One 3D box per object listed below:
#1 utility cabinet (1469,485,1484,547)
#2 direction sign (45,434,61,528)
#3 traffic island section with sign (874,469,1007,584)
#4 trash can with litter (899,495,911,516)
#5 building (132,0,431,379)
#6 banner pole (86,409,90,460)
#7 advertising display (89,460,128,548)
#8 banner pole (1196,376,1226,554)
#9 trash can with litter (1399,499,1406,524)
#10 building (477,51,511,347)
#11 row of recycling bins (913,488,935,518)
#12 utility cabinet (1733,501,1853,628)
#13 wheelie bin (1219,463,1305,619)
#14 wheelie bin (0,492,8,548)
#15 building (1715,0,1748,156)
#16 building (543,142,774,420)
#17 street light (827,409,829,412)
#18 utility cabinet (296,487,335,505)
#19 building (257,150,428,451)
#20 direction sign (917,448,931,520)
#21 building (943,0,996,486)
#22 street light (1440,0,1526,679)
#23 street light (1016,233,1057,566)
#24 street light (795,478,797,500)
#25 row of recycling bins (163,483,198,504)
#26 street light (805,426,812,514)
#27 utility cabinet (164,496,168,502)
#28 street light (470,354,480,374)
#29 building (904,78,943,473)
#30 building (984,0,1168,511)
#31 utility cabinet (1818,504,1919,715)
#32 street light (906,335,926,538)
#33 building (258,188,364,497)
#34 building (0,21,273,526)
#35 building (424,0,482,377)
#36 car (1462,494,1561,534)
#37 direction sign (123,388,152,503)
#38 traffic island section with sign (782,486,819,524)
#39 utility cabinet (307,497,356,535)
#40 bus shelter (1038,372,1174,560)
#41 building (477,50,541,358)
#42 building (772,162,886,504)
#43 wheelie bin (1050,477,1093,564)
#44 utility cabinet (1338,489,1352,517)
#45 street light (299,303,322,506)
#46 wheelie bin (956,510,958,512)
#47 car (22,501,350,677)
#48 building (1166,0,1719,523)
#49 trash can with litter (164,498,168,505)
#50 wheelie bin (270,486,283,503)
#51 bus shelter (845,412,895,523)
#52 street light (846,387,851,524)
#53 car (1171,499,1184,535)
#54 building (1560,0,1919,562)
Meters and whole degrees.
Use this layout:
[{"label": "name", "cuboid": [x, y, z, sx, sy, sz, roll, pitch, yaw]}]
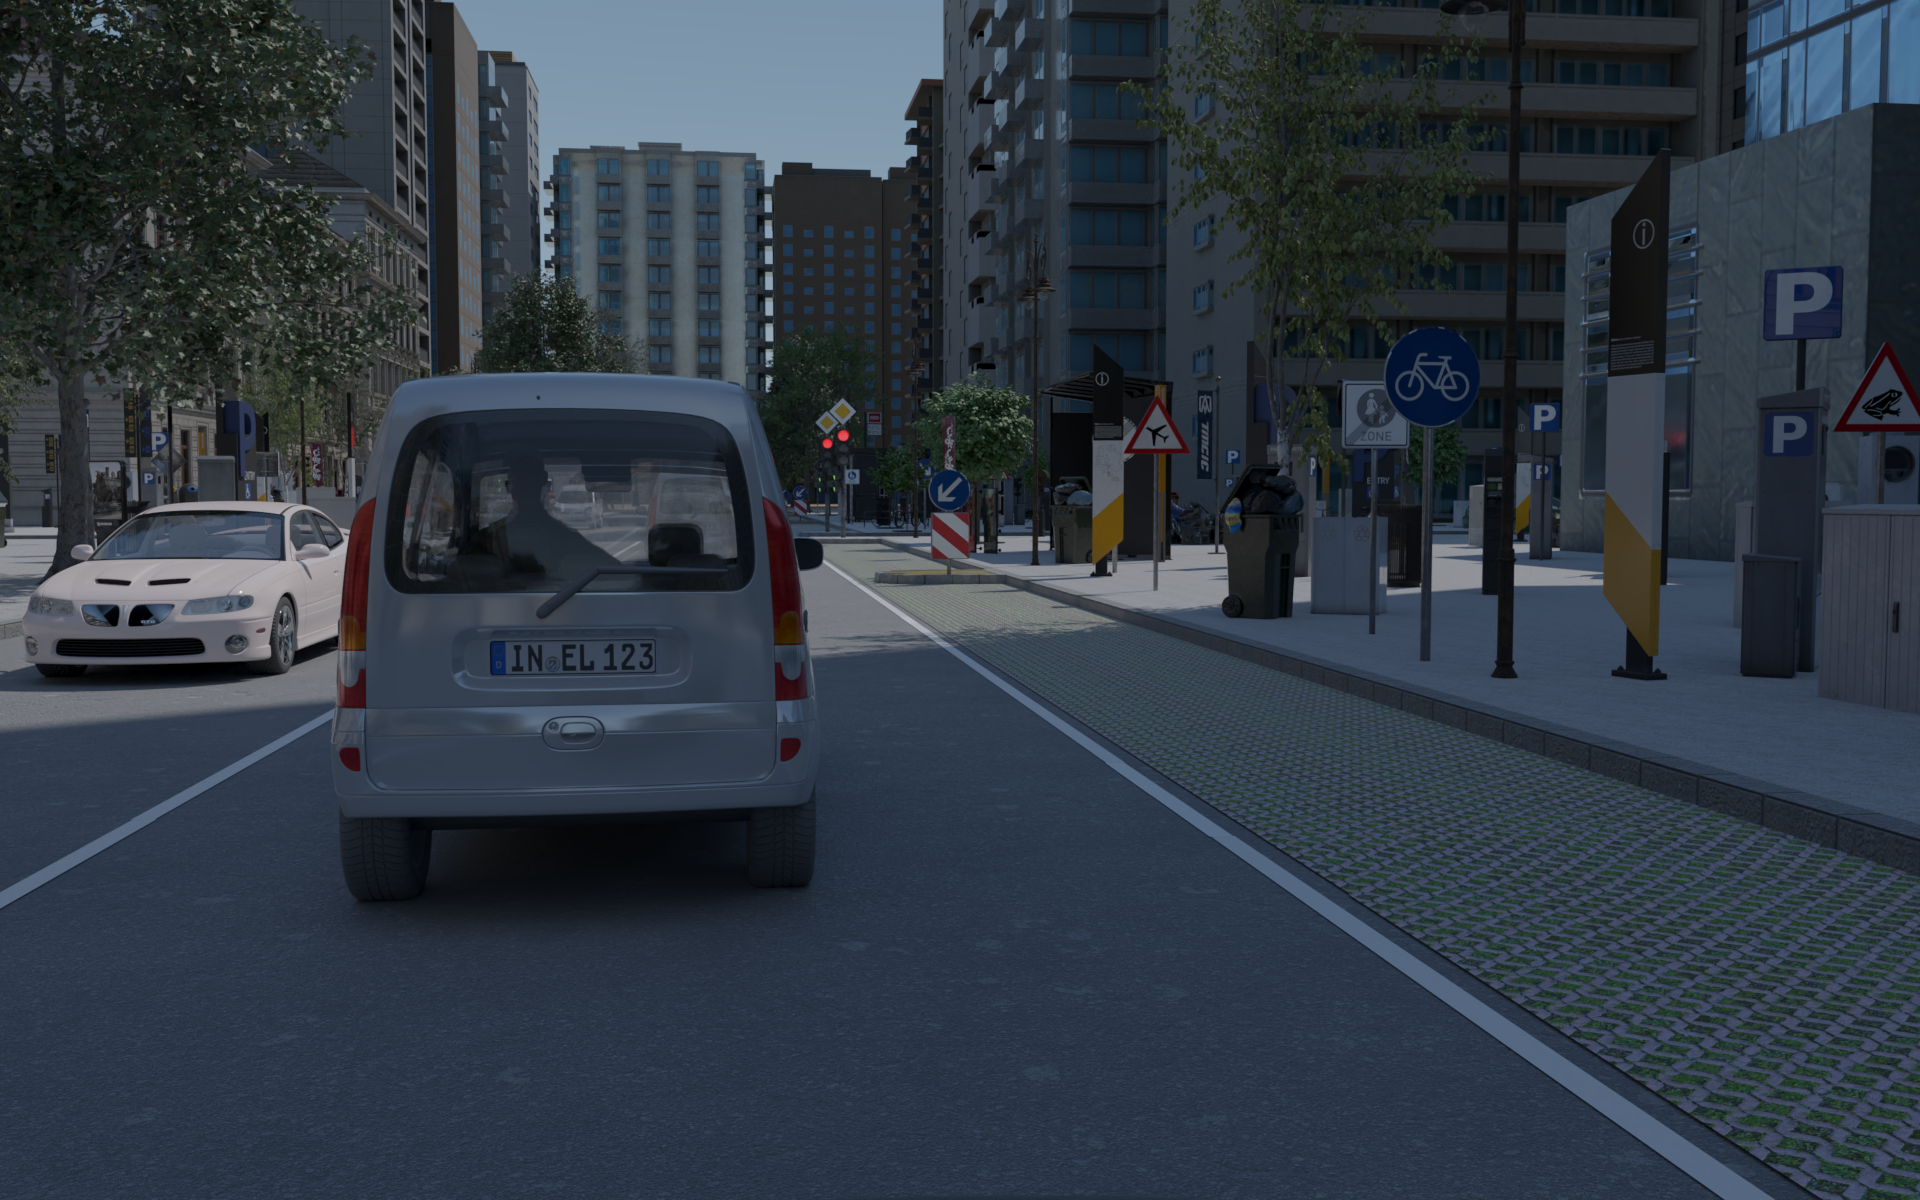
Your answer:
[{"label": "utility cabinet", "cuboid": [12.652, -2.024, 41.774, 0.318, 1.500, 1.173, 0, 4, -7]}, {"label": "direction sign", "cuboid": [-34.247, -4.510, 65.733, 0.876, 3.537, 0.379, 0, 4, 3]}, {"label": "traffic island section with sign", "cuboid": [-0.371, -1.200, 28.242, 1.989, 1.847, 2.006, 0, 4, -8]}, {"label": "trash can with litter", "cuboid": [-3.085, -5.677, 103.882, 1.678, 1.210, 2.233, 3, 4, 37]}, {"label": "building", "cuboid": [-51.374, -42.752, 137.252, 20.563, 71.187, 20.611, 0, 4, -8]}, {"label": "banner pole", "cuboid": [-22.477, -3.331, 44.471, 0.401, 3.779, 0.863, 0, 4, -6]}, {"label": "advertising display", "cuboid": [-16.330, -1.705, 33.087, 0.974, 1.923, 0.123, 1, 4, 19]}, {"label": "banner pole", "cuboid": [5.316, -2.863, 36.825, 0.863, 3.779, 0.401, -3, 4, -38]}, {"label": "trash can with litter", "cuboid": [19.094, -3.861, 74.509, 1.055, 1.170, 0.624, 3, 5, 44]}, {"label": "building", "cuboid": [-62.032, -34.068, 176.622, 30.456, 49.044, 23.786, 0, 4, -8]}, {"label": "row of recycling bins", "cuboid": [-1.965, -5.263, 93.162, 1.069, 1.692, 3.534, 0, 4, 6]}, {"label": "utility cabinet", "cuboid": [7.960, -0.331, 16.577, 1.020, 1.237, 0.306, 0, 4, -6]}, {"label": "wheelie bin", "cuboid": [3.163, -0.618, 18.017, 0.693, 1.594, 0.980, 3, 5, 40]}, {"label": "wheelie bin", "cuboid": [-23.022, -2.021, 40.955, 0.693, 1.594, 0.980, 0, 4, -2]}, {"label": "building", "cuboid": [50.521, -39.728, 87.802, 20.611, 71.187, 20.563, 0, 4, -8]}, {"label": "building", "cuboid": [-41.060, -37.857, 238.564, 30.456, 49.044, 23.786, 0, 4, -8]}, {"label": "street light", "cuboid": [-7.214, -7.445, 94.511, 0.468, 5.910, 1.993, 0, 4, -8]}, {"label": "utility cabinet", "cuboid": [-21.045, -2.931, 56.608, 1.173, 1.500, 0.318, -2, 4, -30]}, {"label": "building", "cuboid": [-43.447, -17.681, 117.964, 11.050, 23.489, 19.941, 0, 4, -8]}, {"label": "direction sign", "cuboid": [-1.821, -5.759, 86.153, 0.876, 3.537, 0.379, -3, 4, -38]}, {"label": "building", "cuboid": [13.411, -34.581, 154.646, 28.713, 52.752, 27.495, 0, 4, -8]}, {"label": "street light", "cuboid": [3.810, -2.395, 11.943, 0.468, 5.910, 1.993, 0, 4, -8]}, {"label": "street light", "cuboid": [1.349, -3.554, 30.890, 0.468, 5.910, 1.993, 0, 4, -8]}, {"label": "street light", "cuboid": [-12.607, -9.798, 132.993, 0.468, 5.910, 1.993, 0, 4, -8]}, {"label": "row of recycling bins", "cuboid": [-29.340, -3.664, 67.013, 3.534, 1.692, 1.069, -3, 5, -39]}, {"label": "street light", "cuboid": [-9.925, -8.643, 114.103, 0.468, 5.910, 1.993, 0, 4, -8]}, {"label": "utility cabinet", "cuboid": [-27.513, -2.956, 59.495, 0.306, 1.237, 1.020, 1, 4, 19]}, {"label": "street light", "cuboid": [-15.994, -5.169, 57.297, 0.468, 5.910, 1.993, 0, 4, -8]}, {"label": "building", "cuboid": [5.743, -32.314, 182.961, 22.147, 44.769, 28.867, 0, 4, -8]}, {"label": "building", "cuboid": [13.693, -30.047, 110.879, 23.786, 49.044, 30.456, 0, 4, -8]}, {"label": "utility cabinet", "cuboid": [5.639, 0.043, 10.455, 0.306, 1.237, 1.020, -1, 4, -9]}, {"label": "street light", "cuboid": [-1.288, -4.749, 50.431, 0.468, 5.910, 1.993, 0, 4, -8]}, {"label": "building", "cuboid": [-40.961, -14.315, 98.677, 10.561, 19.102, 19.286, 0, 4, -8]}, {"label": "building", "cuboid": [-39.477, -14.778, 77.783, 11.583, 22.565, 21.152, 0, 4, -8]}, {"label": "building", "cuboid": [-51.120, -30.917, 155.605, 14.600, 45.320, 14.200, 0, 4, -8]}, {"label": "car", "cuboid": [19.466, -2.854, 58.454, 4.920, 1.459, 2.131, 0, 4, -8]}, {"label": "direction sign", "cuboid": [-17.508, -2.749, 36.941, 0.876, 3.537, 0.379, 2, 4, 30]}, {"label": "traffic island section with sign", "cuboid": [-7.854, -4.592, 83.712, 1.989, 1.847, 2.006, 0, 4, -8]}, {"label": "utility cabinet", "cuboid": [-13.526, -1.594, 37.224, 1.020, 1.237, 0.306, -2, 4, -34]}, {"label": "bus shelter", "cuboid": [2.946, -2.769, 36.550, 1.731, 3.624, 6.357, 0, 4, -8]}, {"label": "building", "cuboid": [-70.936, -42.237, 232.568, 28.212, 58.520, 21.231, 0, 4, -8]}, {"label": "building", "cuboid": [-18.321, -35.903, 237.128, 14.200, 45.320, 14.600, 0, 4, -8]}, {"label": "wheelie bin", "cuboid": [2.110, -1.471, 31.963, 0.980, 1.594, 0.693, 3, 5, 45]}, {"label": "utility cabinet", "cuboid": [16.175, -3.911, 72.624, 0.318, 1.500, 1.173, 2, 4, 26]}, {"label": "street light", "cuboid": [-12.616, -3.696, 33.219, 0.468, 5.910, 1.993, 0, 4, -8]}, {"label": "wheelie bin", "cuboid": [-0.011, -5.035, 90.233, 0.693, 1.594, 0.980, -1, 4, -23]}, {"label": "car", "cuboid": [-6.454, -0.170, 15.147, 2.083, 1.381, 4.827, 0, 4, -7]}, {"label": "building", "cuboid": [21.586, -28.231, 85.279, 21.600, 48.544, 21.300, 0, 4, -8]}, {"label": "trash can with litter", "cuboid": [-25.944, -2.718, 55.834, 1.055, 1.170, 0.624, -2, 4, -27]}, {"label": "wheelie bin", "cuboid": [-26.391, -3.589, 66.581, 0.693, 1.594, 0.980, -2, 4, -31]}, {"label": "bus shelter", "cuboid": [-4.548, -6.396, 82.199, 2.179, 5.291, 8.768, 0, 4, -8]}, {"label": "street light", "cuboid": [-4.830, -6.245, 74.898, 0.468, 5.910, 1.993, 0, 4, -8]}, {"label": "car", "cuboid": [5.334, -2.620, 55.423, 3.894, 1.354, 1.945, -1, 4, -8]}, {"label": "building", "cuboid": [26.734, -43.434, 22.815, 22.319, 86.520, 31.000, 0, 4, -8]}]
